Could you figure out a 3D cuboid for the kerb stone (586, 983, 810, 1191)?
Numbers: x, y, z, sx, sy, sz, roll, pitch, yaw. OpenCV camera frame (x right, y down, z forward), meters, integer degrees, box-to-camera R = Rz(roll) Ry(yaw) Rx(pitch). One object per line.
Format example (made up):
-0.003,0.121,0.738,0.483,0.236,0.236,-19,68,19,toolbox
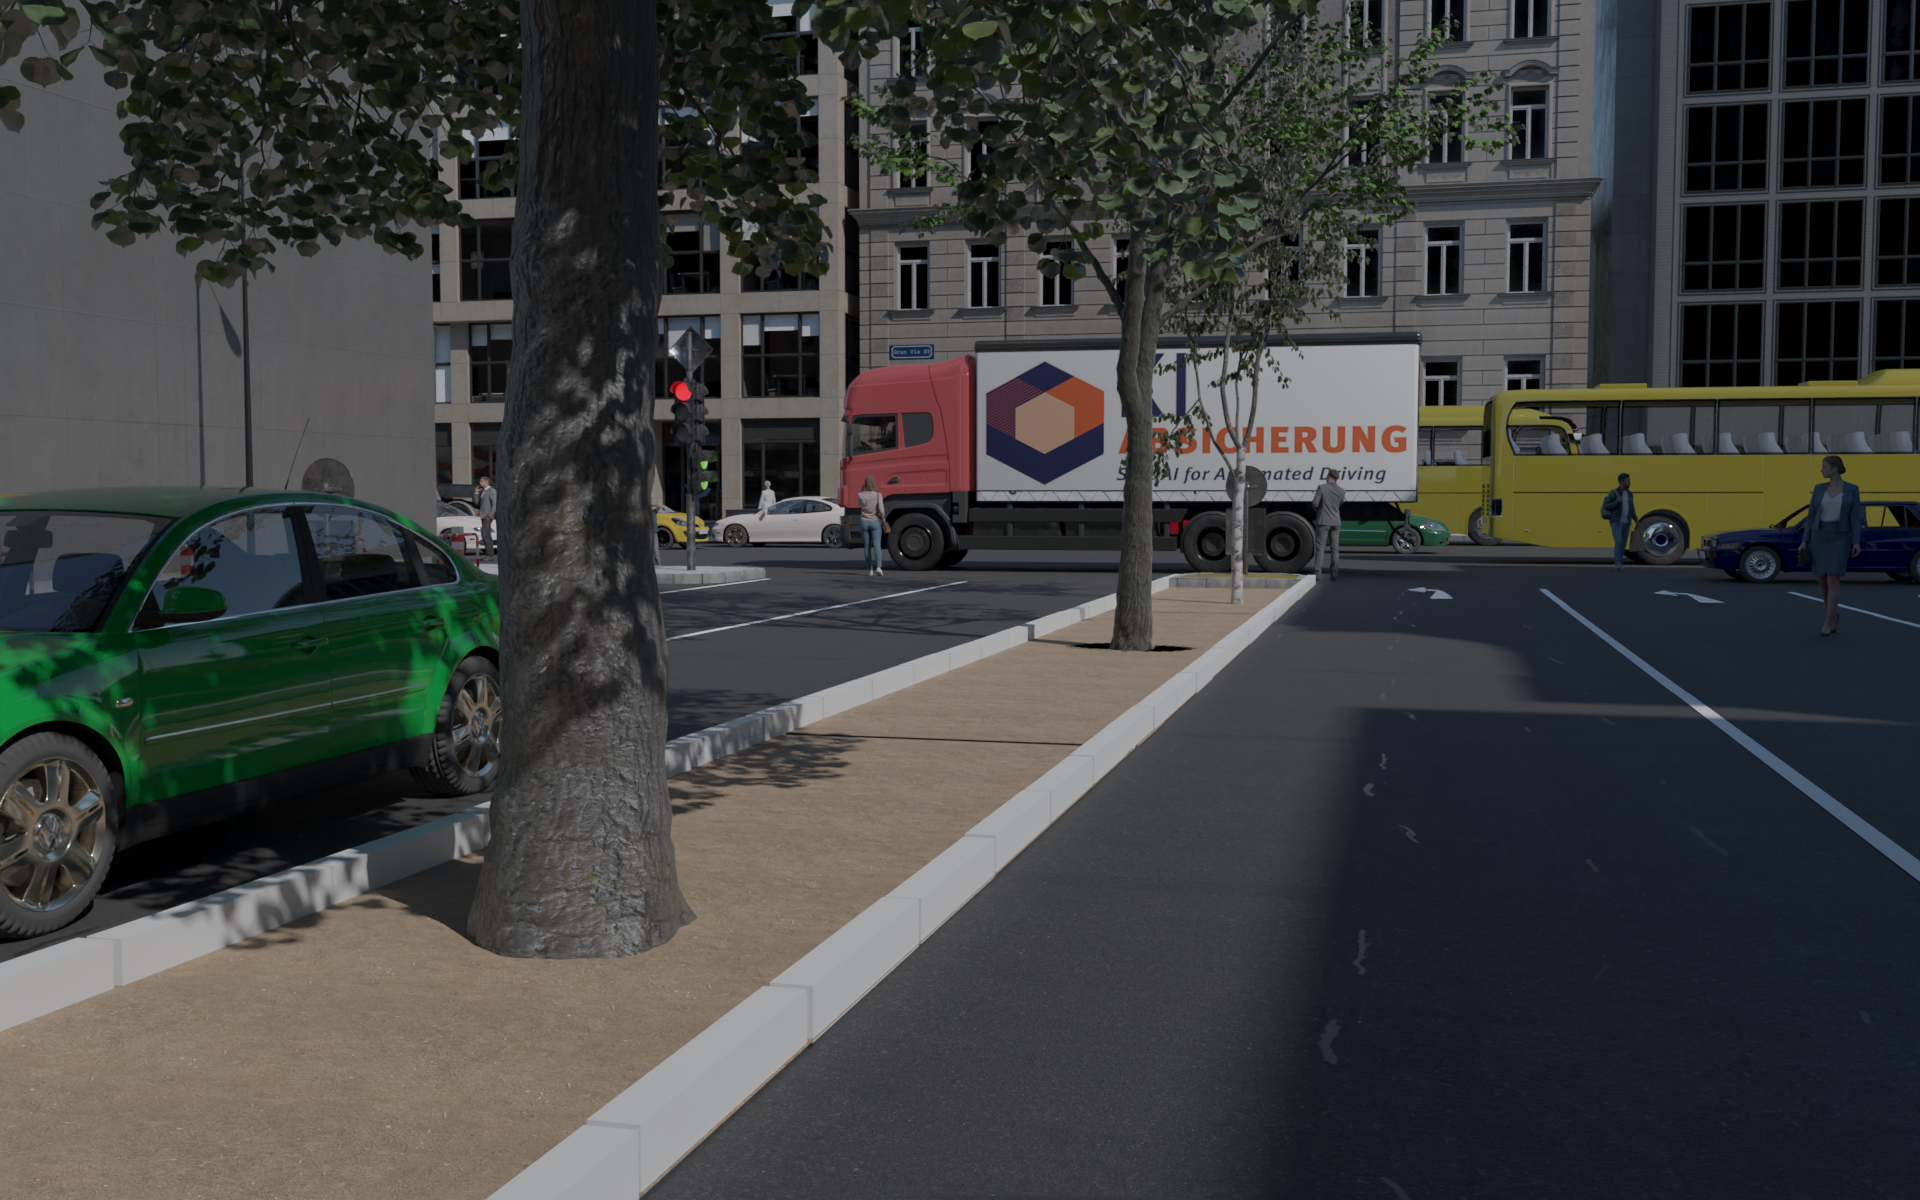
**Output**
-0.581,1.112,4.022,0.120,0.150,1.000,1,4,15,kerb stone

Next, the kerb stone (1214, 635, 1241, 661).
2.292,0.442,14.964,0.120,0.150,1.000,1,4,15,kerb stone

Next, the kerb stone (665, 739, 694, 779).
-1.571,0.838,8.487,0.120,0.150,1.000,1,4,15,kerb stone

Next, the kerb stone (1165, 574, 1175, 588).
3.116,-0.255,26.380,0.120,0.150,1.000,1,4,15,kerb stone

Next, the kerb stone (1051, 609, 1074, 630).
1.032,0.230,18.439,0.120,0.150,1.000,1,4,15,kerb stone

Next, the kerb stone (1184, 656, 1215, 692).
1.778,0.564,12.975,0.120,0.150,1.000,1,4,15,kerb stone

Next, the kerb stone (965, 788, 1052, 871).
0.203,0.929,7.010,0.120,0.150,1.000,1,4,15,kerb stone

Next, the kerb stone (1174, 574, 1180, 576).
3.379,-0.312,27.379,0.120,0.150,1.000,1,4,15,kerb stone

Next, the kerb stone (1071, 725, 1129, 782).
0.727,0.807,9.003,0.120,0.150,1.000,1,4,15,kerb stone

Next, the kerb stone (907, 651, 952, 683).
-0.273,0.534,13.460,0.120,0.150,1.000,1,4,15,kerb stone

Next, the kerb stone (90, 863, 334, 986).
-2.354,1.024,5.505,0.120,0.150,1.000,1,4,15,kerb stone

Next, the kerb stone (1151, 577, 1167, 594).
2.866,-0.195,25.384,0.120,0.150,1.000,1,4,15,kerb stone

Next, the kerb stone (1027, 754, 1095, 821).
0.465,0.872,8.011,0.120,0.150,1.000,1,4,15,kerb stone

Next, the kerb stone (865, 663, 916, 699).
-0.532,0.596,12.467,0.120,0.150,1.000,1,4,15,kerb stone

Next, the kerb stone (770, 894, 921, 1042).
-0.315,1.051,5.019,0.120,0.150,1.000,1,4,15,kerb stone

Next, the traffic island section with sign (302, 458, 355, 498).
-7.030,-0.592,18.305,1.989,1.847,2.006,1,4,15,traffic island section with sign

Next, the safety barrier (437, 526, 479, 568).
-7.208,-0.648,24.869,0.300,0.817,1.120,1,4,15,safety barrier

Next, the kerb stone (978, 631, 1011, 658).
0.257,0.415,15.454,0.120,0.150,1.000,1,4,15,kerb stone

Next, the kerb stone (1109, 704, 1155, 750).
0.981,0.748,9.997,0.120,0.150,1.000,1,4,15,kerb stone

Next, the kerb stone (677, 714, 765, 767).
-1.319,0.778,9.482,0.120,0.150,1.000,1,4,15,kerb stone

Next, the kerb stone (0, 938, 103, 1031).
-2.620,1.081,4.514,0.120,0.150,1.000,1,4,15,kerb stone

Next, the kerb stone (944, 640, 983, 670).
-0.007,0.475,14.461,0.120,0.150,1.000,1,4,15,kerb stone

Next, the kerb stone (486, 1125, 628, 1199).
-0.833,1.172,3.028,0.120,0.150,1.000,1,4,15,kerb stone

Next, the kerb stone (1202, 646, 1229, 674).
2.033,0.508,13.971,0.120,0.150,1.000,1,4,15,kerb stone

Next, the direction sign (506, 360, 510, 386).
-7.734,-2.313,29.821,0.379,3.537,0.876,-1,4,-10,direction sign

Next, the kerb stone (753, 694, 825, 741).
-1.056,0.717,10.478,0.120,0.150,1.000,1,4,15,kerb stone

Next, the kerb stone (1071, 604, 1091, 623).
1.292,0.176,19.432,0.120,0.150,1.000,1,4,15,kerb stone

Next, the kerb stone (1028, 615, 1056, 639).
0.779,0.291,17.445,0.120,0.150,1.000,1,4,15,kerb stone

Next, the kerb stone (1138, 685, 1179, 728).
1.249,0.688,10.988,0.120,0.150,1.000,1,4,15,kerb stone

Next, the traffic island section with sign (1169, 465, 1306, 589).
4.401,-1.157,27.054,2.006,1.907,1.989,1,4,15,traffic island section with sign

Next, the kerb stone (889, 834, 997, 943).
-0.055,0.994,6.012,0.120,0.150,1.000,1,4,15,kerb stone

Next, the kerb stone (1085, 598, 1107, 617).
1.558,0.108,20.423,0.120,0.150,1.000,1,4,15,kerb stone

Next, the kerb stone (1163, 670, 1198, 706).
1.509,0.627,11.981,0.120,0.150,1.000,1,4,15,kerb stone

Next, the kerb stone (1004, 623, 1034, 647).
0.517,0.353,16.453,0.120,0.150,1.000,1,4,15,kerb stone

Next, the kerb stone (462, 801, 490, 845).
-1.835,0.899,7.491,0.120,0.150,1.000,1,4,15,kerb stone

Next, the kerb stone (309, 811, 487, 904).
-2.101,0.966,6.500,0.120,0.150,1.000,1,4,15,kerb stone

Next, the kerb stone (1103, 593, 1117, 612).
1.819,0.048,21.415,0.120,0.150,1.000,1,4,15,kerb stone

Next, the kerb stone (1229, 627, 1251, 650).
2.553,0.381,15.965,0.120,0.150,1.000,1,4,15,kerb stone

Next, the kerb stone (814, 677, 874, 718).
-0.793,0.656,11.470,0.120,0.150,1.000,1,4,15,kerb stone
